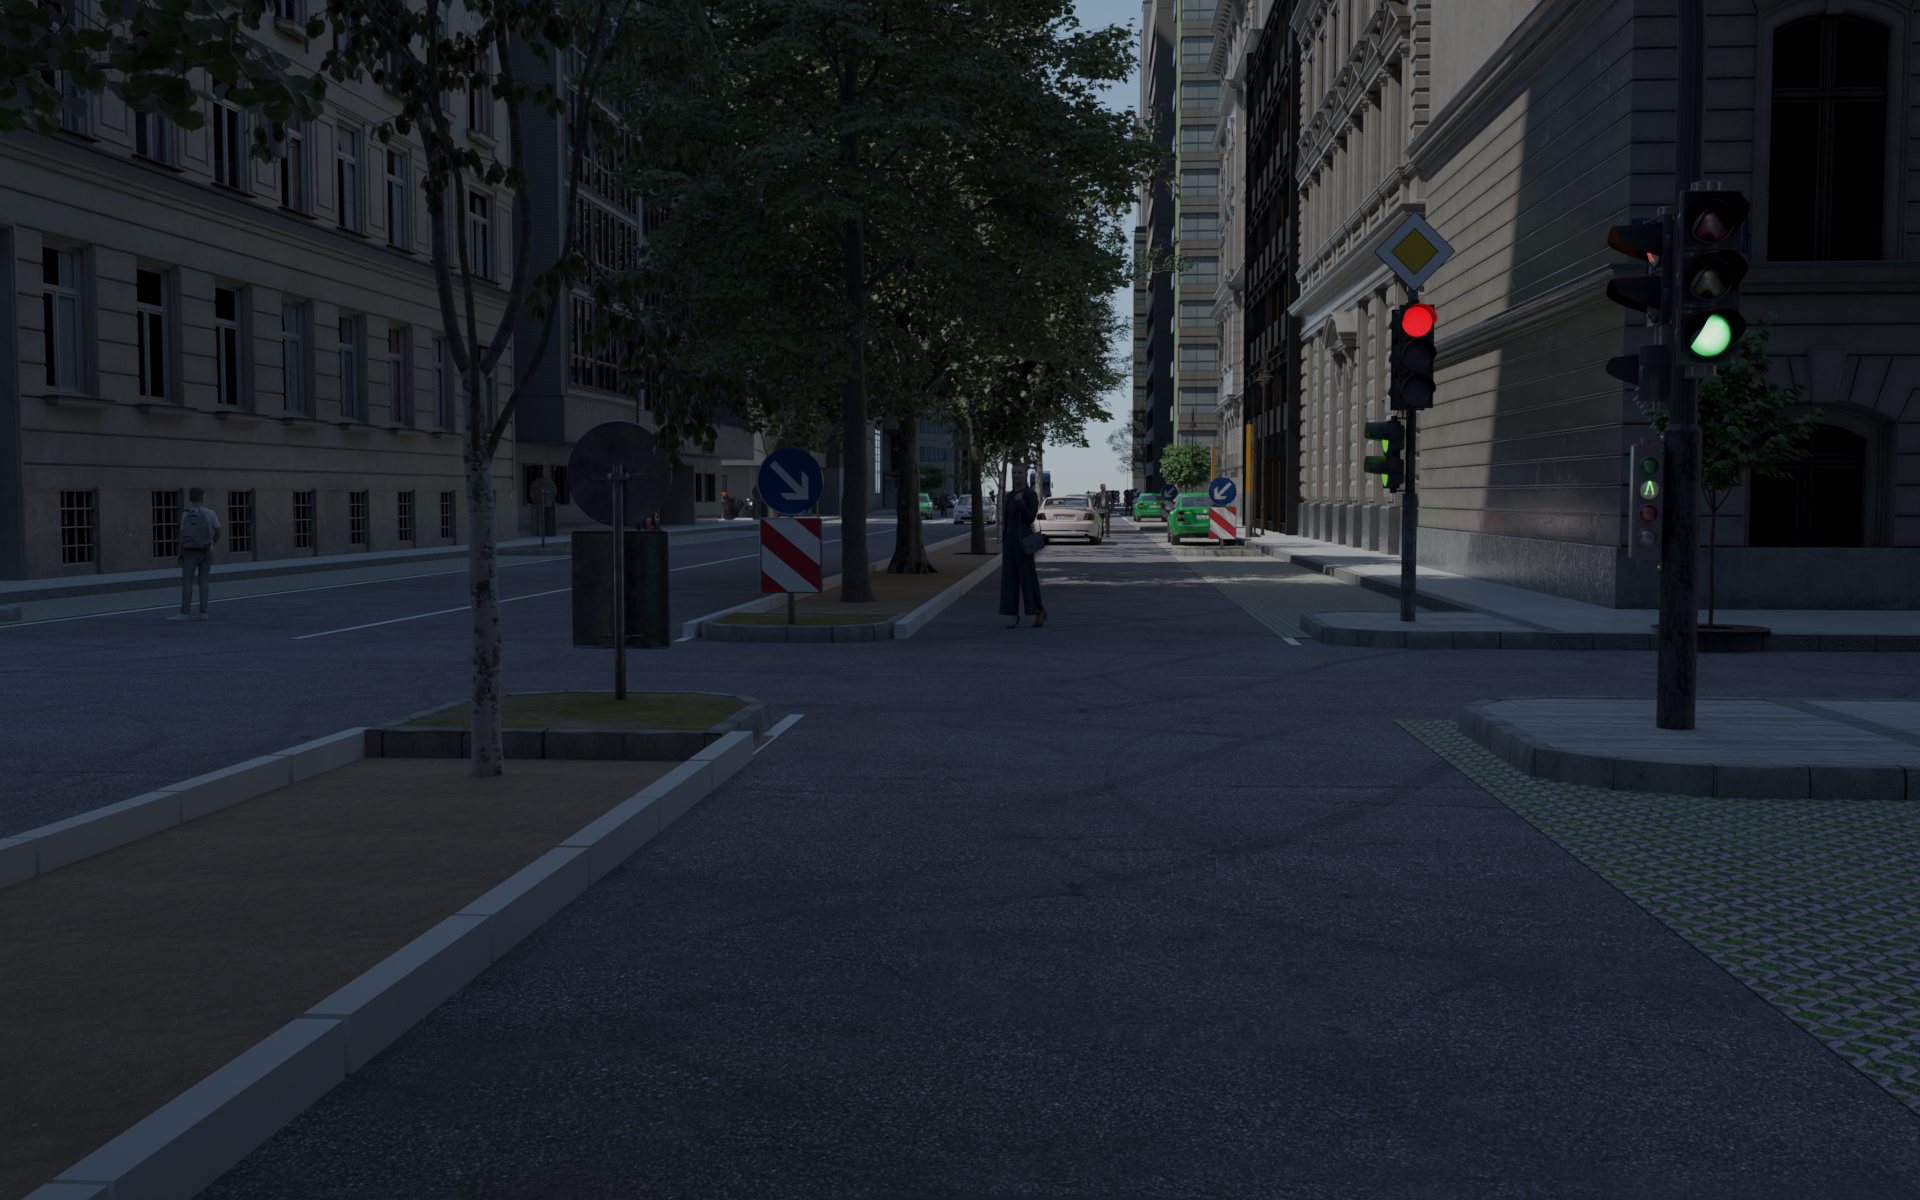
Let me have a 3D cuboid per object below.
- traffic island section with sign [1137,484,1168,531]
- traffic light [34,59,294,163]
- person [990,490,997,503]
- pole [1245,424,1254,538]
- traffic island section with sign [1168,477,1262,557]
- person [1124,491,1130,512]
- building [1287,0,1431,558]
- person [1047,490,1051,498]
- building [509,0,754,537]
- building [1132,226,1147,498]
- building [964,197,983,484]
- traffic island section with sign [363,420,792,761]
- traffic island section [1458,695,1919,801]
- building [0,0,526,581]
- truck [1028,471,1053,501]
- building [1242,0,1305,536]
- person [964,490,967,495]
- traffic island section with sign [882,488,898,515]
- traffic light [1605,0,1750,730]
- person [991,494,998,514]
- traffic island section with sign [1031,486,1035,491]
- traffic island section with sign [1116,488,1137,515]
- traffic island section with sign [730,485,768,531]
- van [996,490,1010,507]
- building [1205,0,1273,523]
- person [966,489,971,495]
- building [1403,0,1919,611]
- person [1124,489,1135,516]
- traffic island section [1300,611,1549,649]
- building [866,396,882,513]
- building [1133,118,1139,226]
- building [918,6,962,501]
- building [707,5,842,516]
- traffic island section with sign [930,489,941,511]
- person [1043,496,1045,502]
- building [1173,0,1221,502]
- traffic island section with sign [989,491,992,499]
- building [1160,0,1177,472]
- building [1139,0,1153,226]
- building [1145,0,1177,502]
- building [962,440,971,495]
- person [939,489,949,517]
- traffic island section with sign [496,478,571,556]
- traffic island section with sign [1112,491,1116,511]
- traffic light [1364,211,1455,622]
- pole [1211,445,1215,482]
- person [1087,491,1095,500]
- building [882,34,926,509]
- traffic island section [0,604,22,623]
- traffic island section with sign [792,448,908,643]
[{"bbox_3d":[7.984,-3.584,67.229,1.989,1.847,2.006,0,4,4],"label":"traffic island section with sign"},{"bbox_3d":[-9.518,-2.678,18.455,4.771,5.953,1.251,0,4,4],"label":"traffic light"},{"bbox_3d":[2.725,-7.863,137.776,0.721,1.736,1.217,-2,4,-29],"label":"person"},{"bbox_3d":[8.508,-3.488,50.865,0.158,3.312,0.155,0,3,0],"label":"pole"},{"bbox_3d":[5.946,-1.940,40.350,1.989,1.847,2.006,0,4,4],"label":"traffic island section with sign"},{"bbox_3d":[13.590,-7.962,139.508,0.721,1.723,1.217,-2,4,-35],"label":"person"},{"bbox_3d":[14.263,-13.033,41.960,11.050,23.489,19.941,0,4,4],"label":"building"},{"bbox_3d":[6.471,-7.128,125.955,0.530,1.710,0.541,0,4,-4],"label":"person"},{"bbox_3d":[-17.412,-14.954,63.561,14.314,24.678,30.058,0,4,4],"label":"building"},{"bbox_3d":[25.720,-25.445,187.727,14.160,30.474,14.107,0,4,4],"label":"building"},{"bbox_3d":[-8.342,-35.453,234.285,22.147,44.769,28.867,0,4,4],"label":"building"},{"bbox_3d":[-2.177,-0.128,10.228,2.006,1.907,1.989,0,4,4],"label":"traffic island section with sign"},{"bbox_3d":[3.943,0.780,9.528,2.009,0.180,2.903,0,4,4],"label":"traffic island section"},{"bbox_3d":[-20.497,-12.241,33.419,16.112,22.955,30.059,0,4,4],"label":"building"},{"bbox_3d":[9.745,-13.234,206.135,2.967,4.110,18.799,0,4,4],"label":"truck"},{"bbox_3d":[16.813,-14.100,60.214,12.332,23.373,15.834,0,4,4],"label":"building"},{"bbox_3d":[0.620,-8.406,146.653,0.721,1.743,1.217,1,4,18],"label":"person"},{"bbox_3d":[-4.179,-6.662,117.558,1.989,1.847,2.006,0,4,4],"label":"traffic island section with sign"},{"bbox_3d":[1.811,-2.126,9.433,4.771,5.953,1.251,0,4,4],"label":"traffic light"},{"bbox_3d":[2.794,-7.006,123.763,1.217,1.743,0.721,1,4,11],"label":"person"},{"bbox_3d":[4.047,-5.162,92.540,2.006,1.907,1.989,0,4,4],"label":"traffic island section with sign"},{"bbox_3d":[11.706,-6.593,116.423,1.989,1.847,2.006,0,4,4],"label":"traffic island section with sign"},{"bbox_3d":[-7.904,-3.643,68.188,1.989,1.847,2.006,0,4,4],"label":"traffic island section with sign"},{"bbox_3d":[4.847,-11.233,190.676,2.013,2.044,4.112,0,4,3],"label":"van"},{"bbox_3d":[18.924,-17.886,79.819,14.401,28.519,23.554,0,4,4],"label":"building"},{"bbox_3d":[0.769,-8.119,141.332,1.350,1.814,0.705,-2,4,-34],"label":"person"},{"bbox_3d":[24.570,-12.435,22.405,34.723,24.649,14.460,0,4,4],"label":"building"},{"bbox_3d":[11.048,-6.371,113.118,0.683,1.767,0.568,0,4,-2],"label":"person"},{"bbox_3d":[4.545,0.293,17.490,2.009,0.180,2.903,0,4,4],"label":"traffic island section"},{"bbox_3d":[-16.582,-49.558,122.940,22.319,86.520,31.000,0,4,4],"label":"building"},{"bbox_3d":[37.694,-39.548,235.851,28.713,52.752,27.495,0,4,4],"label":"building"},{"bbox_3d":[-11.284,-39.706,191.188,21.231,58.520,28.212,0,4,4],"label":"building"},{"bbox_3d":[-14.411,-20.196,101.912,14.160,30.474,14.107,0,4,4],"label":"building"},{"bbox_3d":[-2.138,-8.315,144.582,1.989,1.847,2.006,0,4,4],"label":"traffic island section with sign"},{"bbox_3d":[4.533,-5.599,100.056,0.705,1.823,1.348,-3,4,-36],"label":"person"},{"bbox_3d":[20.296,-25.886,106.837,14.154,41.232,14.086,0,4,4],"label":"building"},{"bbox_3d":[4.155,-13.398,227.682,1.989,1.847,2.006,0,4,4],"label":"traffic island section with sign"},{"bbox_3d":[27.308,-31.133,128.638,23.786,49.044,30.456,0,4,4],"label":"building"},{"bbox_3d":[31.950,-40.708,207.582,21.231,58.520,28.212,0,4,4],"label":"building"},{"bbox_3d":[27.846,-32.535,155.654,21.300,48.544,21.600,0,4,4],"label":"building"},{"bbox_3d":[-6.171,-26.981,212.839,14.160,30.474,14.107,0,4,4],"label":"building"},{"bbox_3d":[-0.978,-6.151,109.625,0.434,1.755,0.990,-3,4,-37],"label":"person"},{"bbox_3d":[-9.980,-1.975,40.927,1.989,1.847,2.006,0,4,4],"label":"traffic island section with sign"},{"bbox_3d":[13.760,-8.261,143.696,1.989,1.847,2.006,0,4,4],"label":"traffic island section with sign"},{"bbox_3d":[4.506,-1.741,17.379,0.839,4.253,0.868,0,4,4],"label":"traffic light"},{"bbox_3d":[10.601,-4.812,72.518,0.158,3.312,0.155,0,3,0],"label":"pole"},{"bbox_3d":[11.080,-8.540,148.843,1.217,1.735,0.721,-2,4,-28],"label":"person"},{"bbox_3d":[-17.619,-34.513,153.523,28.713,52.752,27.495,0,4,4],"label":"building"},{"bbox_3d":[-11.650,0.218,18.715,2.009,0.180,2.903,0,4,4],"label":"traffic island section"},{"bbox_3d":[-1.609,-0.580,17.614,2.006,1.907,1.989,0,4,4],"label":"traffic island section with sign"}]
